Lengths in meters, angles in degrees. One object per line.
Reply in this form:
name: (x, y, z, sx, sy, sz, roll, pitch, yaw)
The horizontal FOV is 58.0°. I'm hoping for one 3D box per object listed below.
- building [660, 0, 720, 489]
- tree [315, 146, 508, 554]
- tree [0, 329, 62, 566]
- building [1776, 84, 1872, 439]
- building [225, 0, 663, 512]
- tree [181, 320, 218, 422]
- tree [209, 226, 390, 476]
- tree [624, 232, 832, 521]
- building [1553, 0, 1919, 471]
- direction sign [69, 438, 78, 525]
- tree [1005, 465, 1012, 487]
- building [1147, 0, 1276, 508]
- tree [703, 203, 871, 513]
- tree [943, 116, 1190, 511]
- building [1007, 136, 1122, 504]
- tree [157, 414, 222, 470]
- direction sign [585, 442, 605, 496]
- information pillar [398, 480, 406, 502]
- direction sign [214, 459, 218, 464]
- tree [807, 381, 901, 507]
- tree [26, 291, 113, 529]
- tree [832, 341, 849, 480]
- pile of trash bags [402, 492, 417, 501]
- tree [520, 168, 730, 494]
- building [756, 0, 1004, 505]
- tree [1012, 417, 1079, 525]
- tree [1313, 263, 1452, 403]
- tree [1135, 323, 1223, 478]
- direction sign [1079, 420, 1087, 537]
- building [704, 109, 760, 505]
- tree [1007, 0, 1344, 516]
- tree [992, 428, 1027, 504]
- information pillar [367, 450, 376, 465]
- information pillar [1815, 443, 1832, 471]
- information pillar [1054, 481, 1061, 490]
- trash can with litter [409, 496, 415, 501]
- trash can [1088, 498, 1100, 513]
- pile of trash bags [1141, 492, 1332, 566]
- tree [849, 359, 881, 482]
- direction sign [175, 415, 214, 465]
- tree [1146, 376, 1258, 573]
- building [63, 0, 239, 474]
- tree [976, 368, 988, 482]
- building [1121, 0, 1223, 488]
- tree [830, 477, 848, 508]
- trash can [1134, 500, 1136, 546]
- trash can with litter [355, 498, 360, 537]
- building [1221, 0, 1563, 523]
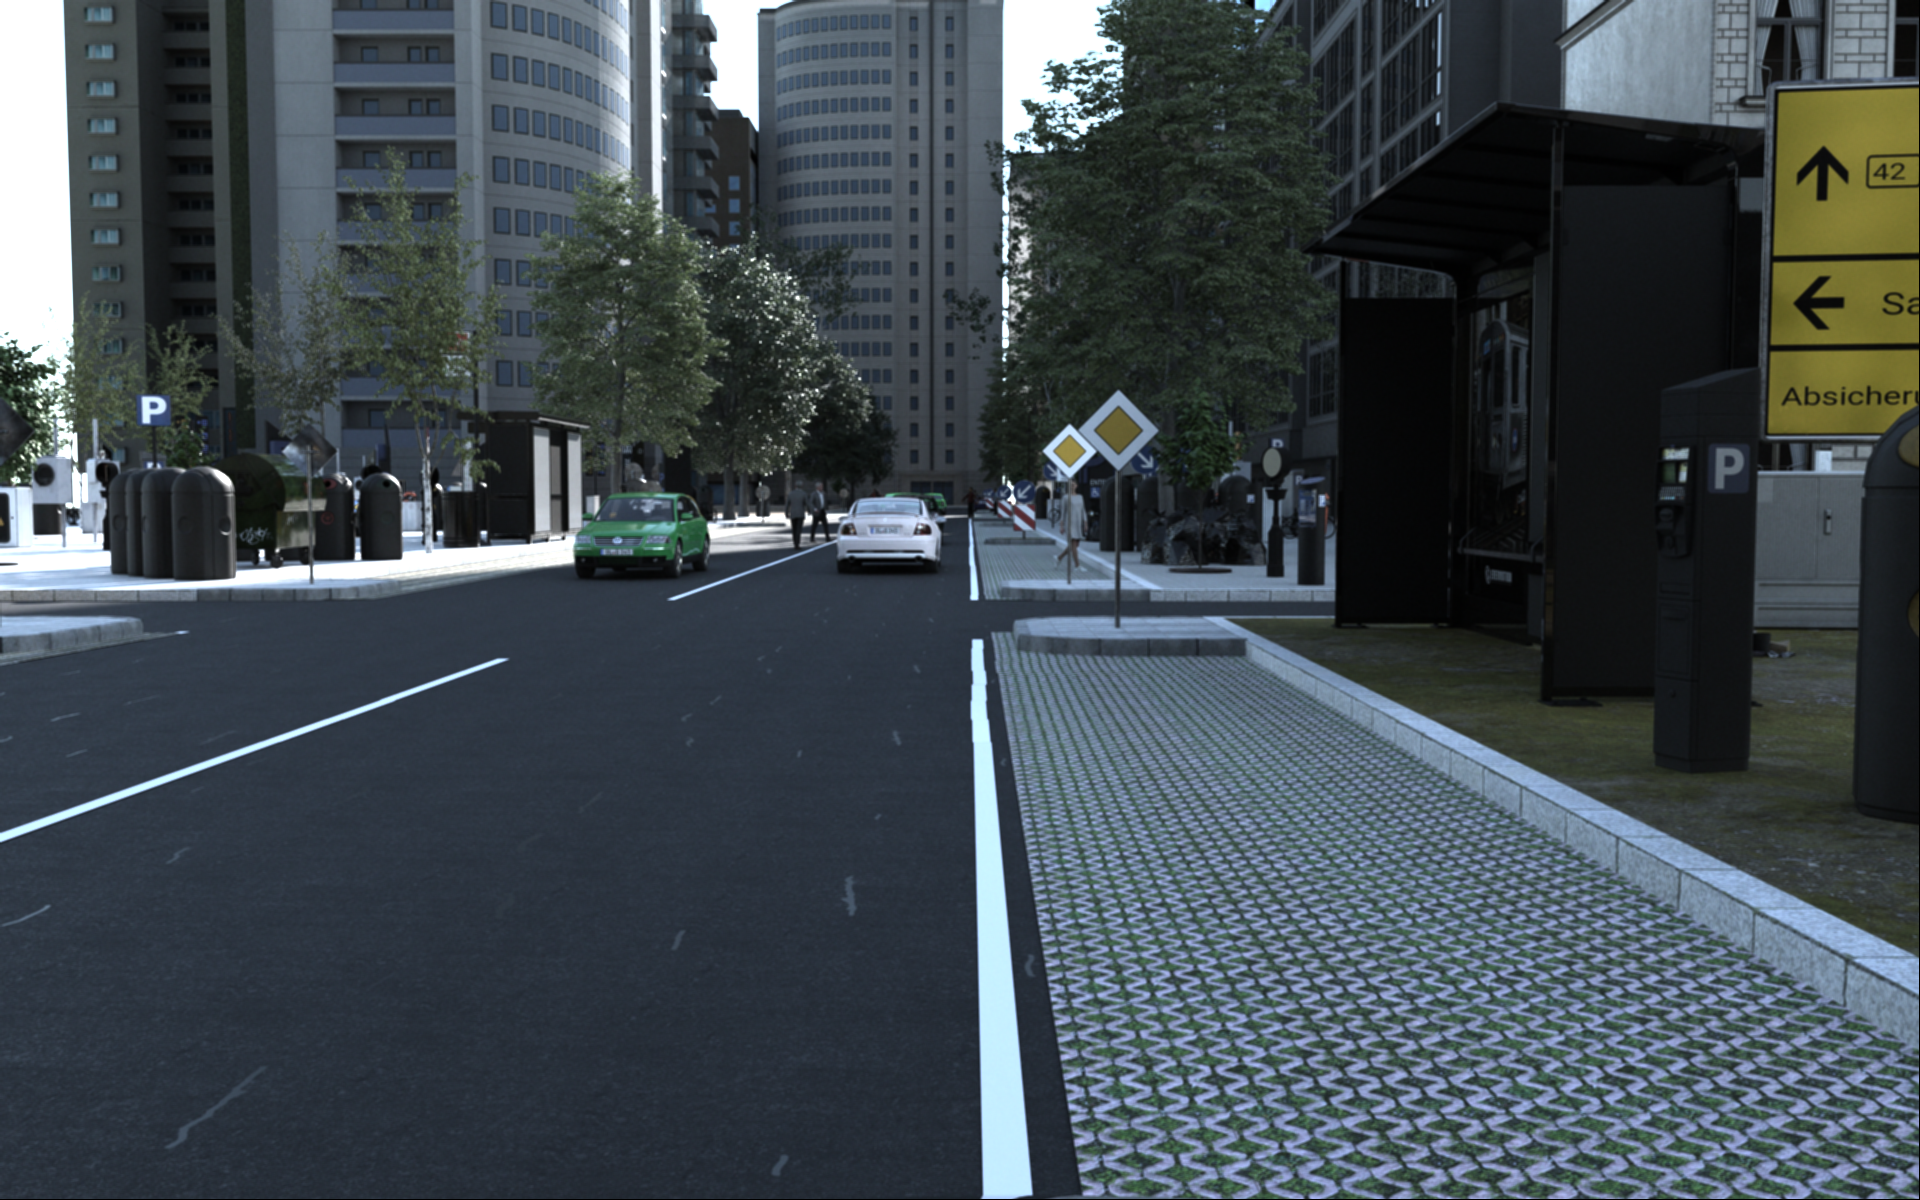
building: (-37.028, -32.570, 152.130, 30.456, 49.044, 23.786, 0, 4, 0)
tree: (-11.413, -5.289, 36.842, 4.737, 8.622, 4.395, 0, 3, 0)
tree: (-17.642, -2.891, 30.988, 4.285, 4.588, 4.351, 0, 3, 0)
building: (65.436, -32.371, 152.959, 21.600, 48.544, 21.300, 0, 4, 0)
building: (-32.558, -34.964, 113.663, 21.231, 58.520, 28.212, 0, 4, 0)
tree: (-33.315, -7.468, 72.465, 4.737, 8.622, 4.395, 0, 3, 0)
tree: (-17.626, -5.905, 46.904, 4.360, 8.622, 3.978, 0, 3, 0)
tree: (-11.293, -10.816, 83.504, 9.857, 13.997, 8.962, 0, 3, 0)
building: (24.478, -10.744, 40.288, 19.286, 19.102, 10.561, 0, 4, 0)
direction sign: (-36.264, -4.817, 70.752, 0.379, 3.537, 0.876, -2, 4, -28)
tree: (5.387, -9.796, 143.884, 4.285, 4.588, 4.351, 0, 3, 0)
building: (26.522, -49.730, 125.758, 22.319, 86.520, 31.000, 0, 4, 0)
tree: (-12.918, -15.884, 115.593, 12.611, 20.169, 13.585, 0, 3, 0)
tree: (5.552, -14.040, 85.439, 12.611, 20.169, 13.585, 0, 3, 0)
building: (12.592, -31.637, 200.855, 14.086, 41.232, 14.154, 0, 4, 0)
tree: (-18.599, -2.896, 41.944, 1.663, 3.219, 1.824, 0, 3, 0)
direction sign: (-15.824, -5.088, 75.191, 0.876, 3.537, 0.379, 0, 4, 7)
information pillar: (-30.075, -5.438, 93.411, 0.304, 2.012, 0.304, 0, 4, 6)
direction sign: (-42.726, -6.529, 98.740, 0.876, 3.537, 0.379, 0, 4, -4)
tree: (-10.648, -15.633, 172.601, 9.611, 12.733, 9.660, 0, 3, 0)
tree: (-32.241, -6.929, 63.644, 4.737, 8.622, 4.395, 0, 3, 0)
tree: (-12.057, -11.555, 95.574, 9.857, 13.997, 8.962, 0, 3, 0)
pile of trash bags: (-22.768, -4.069, 76.282, 3.447, 1.369, 1.912, -1, 4, -13)
tree: (-11.789, -8.740, 61.033, 7.486, 12.596, 7.792, 0, 3, 0)
building: (-9.121, -40.471, 203.694, 28.212, 58.520, 21.231, 0, 4, 0)
tree: (4.940, -5.418, 72.302, 4.285, 4.588, 4.351, 0, 3, 0)
tree: (11.609, -5.831, 45.697, 4.360, 8.622, 3.978, 0, 3, 0)
tree: (9.371, -7.498, 72.954, 4.360, 8.622, 3.978, 0, 3, 0)
direction sign: (3.637, -3.644, 51.578, 0.379, 3.537, 0.876, 1, 4, 17)
building: (-30.606, -33.717, 201.384, 14.200, 45.320, 14.600, 0, 4, 0)
tree: (4.764, -7.224, 36.239, 7.486, 12.596, 7.792, 0, 3, 0)
tree: (5.193, -13.270, 167.331, 4.360, 8.622, 3.978, 0, 3, 0)
information pillar: (-31.029, -6.121, 91.425, 0.504, 3.616, 0.183, 1, 4, 17)
information pillar: (16.484, -2.552, 33.088, 0.504, 3.616, 0.183, -3, 4, -37)
information pillar: (5.393, -5.549, 95.214, 0.304, 2.012, 0.304, -3, 5, -40)
trash can with litter: (-22.174, -3.601, 69.931, 1.678, 1.210, 2.233, -2, 4, -26)
trash can: (4.831, -3.047, 61.465, 0.748, 1.137, 0.748, 0, 3, 0)
pile of trash bags: (5.111, -1.350, 31.818, 3.447, 1.369, 1.912, 0, 4, -5)
tree: (-10.826, -14.190, 138.666, 9.857, 13.997, 8.962, 0, 3, 0)
direction sign: (-22.131, -3.547, 49.991, 0.876, 3.537, 0.379, -2, 4, -28)
tree: (3.832, -2.072, 28.483, 1.663, 3.219, 1.824, 0, 3, 0)
building: (-63.050, -32.398, 153.405, 21.600, 48.544, 21.300, 0, 4, 0)
tree: (4.760, -11.657, 108.723, 7.486, 12.596, 7.792, 0, 3, 0)
building: (25.885, -32.383, 153.172, 21.300, 48.544, 21.600, 0, 4, 0)
tree: (-11.201, -10.211, 161.543, 1.663, 3.219, 1.824, 0, 3, 0)
trash can: (4.531, -1.921, 43.068, 0.748, 1.137, 0.748, 0, 3, 0)
trash can with litter: (-17.789, -2.424, 51.024, 0.624, 1.170, 1.055, 1, 4, 20)
building: (21.757, -17.943, 86.871, 14.314, 27.812, 24.014, 0, 4, 0)
